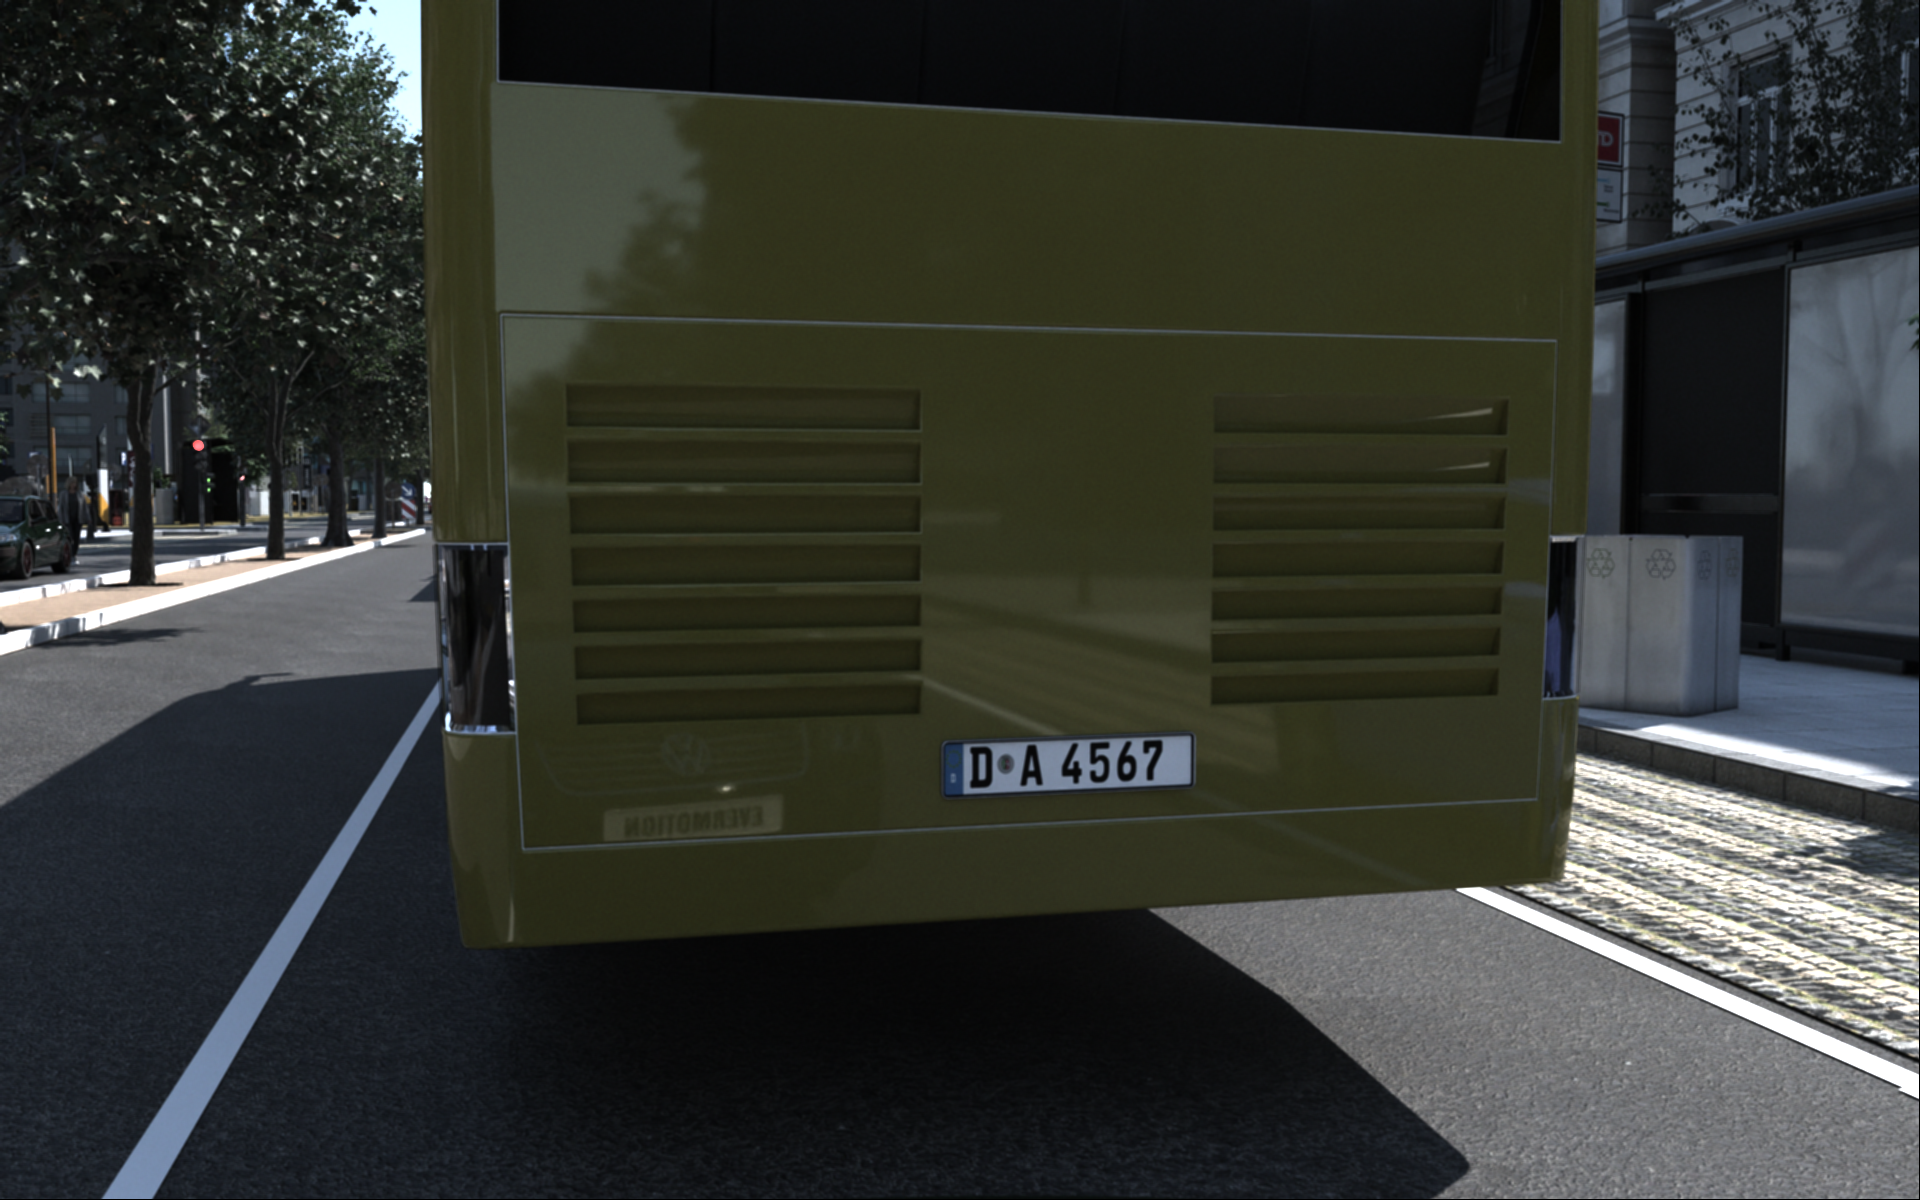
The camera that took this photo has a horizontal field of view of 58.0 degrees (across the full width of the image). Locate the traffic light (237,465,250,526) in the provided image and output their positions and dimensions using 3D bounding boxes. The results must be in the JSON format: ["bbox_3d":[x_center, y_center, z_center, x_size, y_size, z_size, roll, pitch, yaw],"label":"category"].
[{"bbox_3d":[-26.416,-5.776,69.101,4.771,5.953,1.251,-1,4,-13],"label":"traffic light"}]

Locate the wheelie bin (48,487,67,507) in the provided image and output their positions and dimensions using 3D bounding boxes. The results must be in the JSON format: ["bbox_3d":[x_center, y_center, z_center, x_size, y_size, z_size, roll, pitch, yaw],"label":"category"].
[{"bbox_3d":[-42.965,-4.571,82.647,0.980,1.594,0.693,-1,4,-23],"label":"wheelie bin"}]

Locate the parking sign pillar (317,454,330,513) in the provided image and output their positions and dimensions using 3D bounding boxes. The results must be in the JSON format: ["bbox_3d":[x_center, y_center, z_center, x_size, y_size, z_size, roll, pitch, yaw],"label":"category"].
[{"bbox_3d":[-42.373,-7.805,116.086,1.447,3.967,1.447,2,4,30],"label":"parking sign pillar"}]

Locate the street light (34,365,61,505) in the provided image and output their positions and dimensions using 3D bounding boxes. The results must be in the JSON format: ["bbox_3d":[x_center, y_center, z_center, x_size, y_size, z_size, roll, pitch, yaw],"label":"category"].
[{"bbox_3d":[-26.178,-4.709,49.773,0.468,5.910,1.993,-1,4,-13],"label":"street light"}]

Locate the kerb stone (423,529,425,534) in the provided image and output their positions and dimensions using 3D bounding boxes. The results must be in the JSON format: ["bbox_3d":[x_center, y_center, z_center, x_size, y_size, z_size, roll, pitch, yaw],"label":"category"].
[{"bbox_3d":[-19.318,-2.427,61.910,0.120,0.150,1.000,-1,4,-13],"label":"kerb stone"}]

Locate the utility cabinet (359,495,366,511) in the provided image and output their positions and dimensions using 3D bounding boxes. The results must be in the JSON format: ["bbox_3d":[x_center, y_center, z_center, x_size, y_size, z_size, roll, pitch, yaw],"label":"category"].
[{"bbox_3d":[-45.790,-7.388,131.963,1.020,1.237,0.306,0,4,6],"label":"utility cabinet"}]

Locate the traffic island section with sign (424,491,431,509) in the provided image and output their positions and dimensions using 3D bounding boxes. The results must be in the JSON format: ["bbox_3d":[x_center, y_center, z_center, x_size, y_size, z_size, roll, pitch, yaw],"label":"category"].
[{"bbox_3d":[-51.211,-9.785,168.617,1.989,1.847,2.006,-1,4,-13],"label":"traffic island section with sign"}]

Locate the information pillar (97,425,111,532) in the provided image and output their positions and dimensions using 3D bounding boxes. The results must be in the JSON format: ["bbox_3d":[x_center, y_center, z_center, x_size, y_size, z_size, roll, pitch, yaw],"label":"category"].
[{"bbox_3d":[-28.782,-4.086,58.164,0.183,3.616,0.504,0,4,2],"label":"information pillar"}]

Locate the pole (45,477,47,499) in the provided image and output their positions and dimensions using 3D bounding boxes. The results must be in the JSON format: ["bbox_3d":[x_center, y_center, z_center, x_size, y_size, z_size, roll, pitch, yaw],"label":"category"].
[{"bbox_3d":[-60.990,-7.457,115.767,0.158,3.312,0.155,0,3,0],"label":"pole"}]

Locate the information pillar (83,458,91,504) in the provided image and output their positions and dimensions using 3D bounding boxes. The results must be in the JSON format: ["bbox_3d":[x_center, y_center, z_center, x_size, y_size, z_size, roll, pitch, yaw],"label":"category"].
[{"bbox_3d":[-56.145,-7.348,111.491,0.504,3.616,0.183,0,4,0],"label":"information pillar"}]

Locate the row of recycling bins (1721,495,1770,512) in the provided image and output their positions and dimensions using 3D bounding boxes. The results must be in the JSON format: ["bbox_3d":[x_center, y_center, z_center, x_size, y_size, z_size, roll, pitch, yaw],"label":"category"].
[{"bbox_3d":[13.900,-1.307,28.483,1.069,1.692,3.534,-1,4,-15],"label":"row of recycling bins"}]

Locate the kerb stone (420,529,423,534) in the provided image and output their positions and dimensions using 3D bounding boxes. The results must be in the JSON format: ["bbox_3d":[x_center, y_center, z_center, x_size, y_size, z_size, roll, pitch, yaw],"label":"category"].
[{"bbox_3d":[-19.090,-2.368,60.913,0.120,0.150,1.000,-1,4,-13],"label":"kerb stone"}]

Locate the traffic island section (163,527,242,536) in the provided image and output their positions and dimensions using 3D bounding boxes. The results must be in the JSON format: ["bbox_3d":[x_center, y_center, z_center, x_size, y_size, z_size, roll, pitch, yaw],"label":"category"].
[{"bbox_3d":[-26.680,-2.365,60.944,2.009,0.180,2.903,-1,4,-13],"label":"traffic island section"}]

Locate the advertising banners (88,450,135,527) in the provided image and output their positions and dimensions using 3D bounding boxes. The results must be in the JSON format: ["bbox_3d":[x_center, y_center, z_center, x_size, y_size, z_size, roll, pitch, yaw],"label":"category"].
[{"bbox_3d":[-33.557,-4.440,68.783,0.090,3.025,2.074,3,5,40],"label":"advertising banners"}]

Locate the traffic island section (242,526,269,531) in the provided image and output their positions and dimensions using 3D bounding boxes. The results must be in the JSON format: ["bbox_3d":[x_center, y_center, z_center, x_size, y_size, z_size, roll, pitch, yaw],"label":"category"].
[{"bbox_3d":[-28.476,-2.841,68.725,2.009,0.180,2.903,-1,4,-13],"label":"traffic island section"}]

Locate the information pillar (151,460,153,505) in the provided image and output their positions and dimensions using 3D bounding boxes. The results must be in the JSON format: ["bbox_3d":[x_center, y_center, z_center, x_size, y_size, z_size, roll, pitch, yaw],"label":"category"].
[{"bbox_3d":[-32.408,-4.756,69.121,0.183,3.616,0.504,0,4,6],"label":"information pillar"}]

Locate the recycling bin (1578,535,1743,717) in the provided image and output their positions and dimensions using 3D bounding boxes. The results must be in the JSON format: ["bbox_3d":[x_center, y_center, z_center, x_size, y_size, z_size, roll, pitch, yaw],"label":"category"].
[{"bbox_3d":[4.189,0.132,10.400,0.722,1.027,0.722,-3,5,-42],"label":"recycling bin"}]

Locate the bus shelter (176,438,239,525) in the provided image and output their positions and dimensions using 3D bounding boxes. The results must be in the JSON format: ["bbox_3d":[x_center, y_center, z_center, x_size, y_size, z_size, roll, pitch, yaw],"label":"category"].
[{"bbox_3d":[-32.308,-5.113,74.878,1.731,3.624,6.357,-1,4,-13],"label":"bus shelter"}]

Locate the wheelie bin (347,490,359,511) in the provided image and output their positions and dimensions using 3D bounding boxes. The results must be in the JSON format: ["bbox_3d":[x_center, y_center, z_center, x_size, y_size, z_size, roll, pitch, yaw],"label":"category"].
[{"bbox_3d":[-45.385,-7.443,129.597,0.980,1.594,0.693,0,4,-3],"label":"wheelie bin"}]

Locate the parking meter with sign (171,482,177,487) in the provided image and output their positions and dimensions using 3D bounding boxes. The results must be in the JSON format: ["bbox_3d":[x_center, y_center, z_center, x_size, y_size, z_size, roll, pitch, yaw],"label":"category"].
[{"bbox_3d":[-50.623,-7.078,111.978,1.738,3.016,0.543,3,5,39],"label":"parking meter with sign"}]

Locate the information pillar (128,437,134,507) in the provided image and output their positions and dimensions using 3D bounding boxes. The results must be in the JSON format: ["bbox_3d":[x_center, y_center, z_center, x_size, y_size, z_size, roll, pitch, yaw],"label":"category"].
[{"bbox_3d":[-33.820,-4.855,70.729,0.183,3.616,0.504,-3,5,-44],"label":"information pillar"}]

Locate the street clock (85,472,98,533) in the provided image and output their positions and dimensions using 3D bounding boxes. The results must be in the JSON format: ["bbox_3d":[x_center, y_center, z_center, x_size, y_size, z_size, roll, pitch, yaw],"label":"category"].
[{"bbox_3d":[-28.834,-3.240,57.552,0.358,2.002,0.471,0,4,-5],"label":"street clock"}]

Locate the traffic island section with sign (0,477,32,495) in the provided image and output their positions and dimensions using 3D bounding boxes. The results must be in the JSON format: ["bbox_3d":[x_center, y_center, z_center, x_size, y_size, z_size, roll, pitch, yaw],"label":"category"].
[{"bbox_3d":[-21.229,-1.843,38.762,1.989,1.847,2.006,-1,4,-13],"label":"traffic island section with sign"}]

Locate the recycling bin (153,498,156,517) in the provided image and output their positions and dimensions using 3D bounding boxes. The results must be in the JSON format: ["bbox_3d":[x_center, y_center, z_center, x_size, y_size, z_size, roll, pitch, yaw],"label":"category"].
[{"bbox_3d":[-45.782,-5.281,98.904,0.722,1.027,0.722,-3,4,-38],"label":"recycling bin"}]

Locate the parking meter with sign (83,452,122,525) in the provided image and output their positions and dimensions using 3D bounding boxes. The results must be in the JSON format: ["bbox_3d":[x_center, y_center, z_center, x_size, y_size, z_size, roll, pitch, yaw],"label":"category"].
[{"bbox_3d":[-35.590,-4.626,71.904,1.738,3.016,0.543,0,4,-6],"label":"parking meter with sign"}]

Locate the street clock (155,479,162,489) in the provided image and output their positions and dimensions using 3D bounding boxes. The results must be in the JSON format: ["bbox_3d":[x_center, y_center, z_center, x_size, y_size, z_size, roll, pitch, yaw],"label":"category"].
[{"bbox_3d":[-39.295,-4.918,84.987,0.358,2.002,0.471,-1,4,-15],"label":"street clock"}]

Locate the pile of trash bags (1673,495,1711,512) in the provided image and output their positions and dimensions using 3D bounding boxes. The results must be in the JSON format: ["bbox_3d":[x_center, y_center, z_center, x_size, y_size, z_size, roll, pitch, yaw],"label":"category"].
[{"bbox_3d":[10.479,-0.997,26.047,1.912,1.369,3.447,0,4,3],"label":"pile of trash bags"}]

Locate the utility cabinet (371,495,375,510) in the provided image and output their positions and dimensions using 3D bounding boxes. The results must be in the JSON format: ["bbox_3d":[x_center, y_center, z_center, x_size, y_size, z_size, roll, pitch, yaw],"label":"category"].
[{"bbox_3d":[-47.073,-7.877,139.956,1.020,1.237,0.306,2,4,26],"label":"utility cabinet"}]

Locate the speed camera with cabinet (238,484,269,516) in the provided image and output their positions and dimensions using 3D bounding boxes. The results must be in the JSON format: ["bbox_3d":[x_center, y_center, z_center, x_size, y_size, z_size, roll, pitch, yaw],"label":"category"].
[{"bbox_3d":[-41.073,-6.514,100.845,0.660,3.252,2.038,1,4,9],"label":"speed camera with cabinet"}]

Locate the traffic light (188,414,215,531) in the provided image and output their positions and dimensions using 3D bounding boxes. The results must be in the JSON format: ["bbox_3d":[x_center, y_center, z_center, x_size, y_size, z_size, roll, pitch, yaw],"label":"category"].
[{"bbox_3d":[-26.638,-4.397,60.819,0.839,4.253,0.868,-1,4,-13],"label":"traffic light"}]

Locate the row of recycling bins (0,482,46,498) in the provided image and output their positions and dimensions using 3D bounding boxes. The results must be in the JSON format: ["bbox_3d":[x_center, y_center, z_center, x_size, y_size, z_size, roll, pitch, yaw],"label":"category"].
[{"bbox_3d":[-32.278,-3.156,58.719,1.069,1.692,3.534,0,4,7],"label":"row of recycling bins"}]

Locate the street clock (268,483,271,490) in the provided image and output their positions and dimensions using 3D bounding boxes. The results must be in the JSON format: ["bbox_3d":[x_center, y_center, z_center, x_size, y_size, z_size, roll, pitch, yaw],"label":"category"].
[{"bbox_3d":[-42.988,-6.343,108.284,0.358,2.002,0.471,3,5,42],"label":"street clock"}]

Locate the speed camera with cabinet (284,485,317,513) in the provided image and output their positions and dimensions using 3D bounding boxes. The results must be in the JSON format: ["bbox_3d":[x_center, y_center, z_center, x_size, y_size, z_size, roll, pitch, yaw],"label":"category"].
[{"bbox_3d":[-45.417,-7.628,119.056,0.660,3.252,2.038,3,4,36],"label":"speed camera with cabinet"}]

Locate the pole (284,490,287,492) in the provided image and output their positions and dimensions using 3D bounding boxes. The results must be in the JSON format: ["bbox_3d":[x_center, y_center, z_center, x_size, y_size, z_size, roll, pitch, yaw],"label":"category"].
[{"bbox_3d":[-53.464,-8.771,137.244,0.158,3.312,0.155,0,3,0],"label":"pole"}]

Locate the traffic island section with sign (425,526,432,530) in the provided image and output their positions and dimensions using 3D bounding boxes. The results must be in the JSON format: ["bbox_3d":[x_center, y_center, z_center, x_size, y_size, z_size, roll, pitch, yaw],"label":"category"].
[{"bbox_3d":[-22.214,-3.772,69.814,2.006,1.907,1.989,-1,4,-13],"label":"traffic island section with sign"}]

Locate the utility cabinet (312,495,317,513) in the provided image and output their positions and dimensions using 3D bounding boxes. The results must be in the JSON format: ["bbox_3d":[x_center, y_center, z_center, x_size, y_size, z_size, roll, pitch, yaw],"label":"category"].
[{"bbox_3d":[-43.986,-6.561,118.430,0.306,1.237,1.020,0,4,-2],"label":"utility cabinet"}]

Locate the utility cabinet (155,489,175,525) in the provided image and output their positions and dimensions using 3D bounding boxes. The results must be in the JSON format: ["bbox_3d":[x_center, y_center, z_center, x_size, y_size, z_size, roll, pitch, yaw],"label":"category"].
[{"bbox_3d":[-32.766,-3.836,71.405,0.318,1.500,1.173,0,4,-4],"label":"utility cabinet"}]

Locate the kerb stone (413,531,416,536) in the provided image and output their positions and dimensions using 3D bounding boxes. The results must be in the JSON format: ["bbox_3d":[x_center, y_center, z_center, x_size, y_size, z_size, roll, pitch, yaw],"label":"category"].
[{"bbox_3d":[-18.393,-2.185,57.920,0.120,0.150,1.000,-1,4,-13],"label":"kerb stone"}]

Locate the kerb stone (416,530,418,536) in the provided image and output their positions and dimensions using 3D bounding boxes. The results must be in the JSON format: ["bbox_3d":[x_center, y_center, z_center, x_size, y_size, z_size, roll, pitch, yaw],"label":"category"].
[{"bbox_3d":[-18.628,-2.242,58.915,0.120,0.150,1.000,-1,4,-13],"label":"kerb stone"}]

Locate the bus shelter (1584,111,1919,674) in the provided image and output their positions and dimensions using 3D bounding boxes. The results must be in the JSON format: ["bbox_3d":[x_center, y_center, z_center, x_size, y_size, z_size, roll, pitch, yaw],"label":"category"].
[{"bbox_3d":[6.543,-2.323,15.620,2.179,5.291,8.768,-1,4,-13],"label":"bus shelter"}]

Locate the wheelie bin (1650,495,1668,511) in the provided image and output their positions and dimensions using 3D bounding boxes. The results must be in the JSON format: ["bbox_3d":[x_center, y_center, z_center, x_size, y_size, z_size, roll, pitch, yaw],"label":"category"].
[{"bbox_3d":[12.645,-1.473,31.989,0.693,1.594,0.980,-2,4,-24],"label":"wheelie bin"}]

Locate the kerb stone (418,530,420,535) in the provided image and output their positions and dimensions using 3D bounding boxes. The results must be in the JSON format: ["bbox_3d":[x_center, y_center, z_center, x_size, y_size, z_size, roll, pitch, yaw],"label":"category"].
[{"bbox_3d":[-18.859,-2.305,59.912,0.120,0.150,1.000,-1,4,-13],"label":"kerb stone"}]

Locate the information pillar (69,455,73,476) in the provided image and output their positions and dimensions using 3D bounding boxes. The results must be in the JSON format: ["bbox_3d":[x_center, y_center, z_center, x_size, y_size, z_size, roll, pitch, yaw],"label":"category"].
[{"bbox_3d":[-53.062,-6.857,103.469,0.183,3.616,0.504,-3,4,-37],"label":"information pillar"}]

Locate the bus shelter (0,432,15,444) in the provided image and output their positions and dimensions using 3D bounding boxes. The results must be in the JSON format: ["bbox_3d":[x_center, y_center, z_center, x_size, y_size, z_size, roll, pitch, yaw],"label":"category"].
[{"bbox_3d":[-28.334,-3.334,48.427,2.014,3.302,5.546,-1,4,-13],"label":"bus shelter"}]

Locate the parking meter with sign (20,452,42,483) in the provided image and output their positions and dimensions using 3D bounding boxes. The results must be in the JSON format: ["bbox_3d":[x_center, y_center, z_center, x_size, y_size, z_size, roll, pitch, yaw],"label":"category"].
[{"bbox_3d":[-38.297,-4.572,71.005,0.543,3.016,1.738,0,4,-2],"label":"parking meter with sign"}]

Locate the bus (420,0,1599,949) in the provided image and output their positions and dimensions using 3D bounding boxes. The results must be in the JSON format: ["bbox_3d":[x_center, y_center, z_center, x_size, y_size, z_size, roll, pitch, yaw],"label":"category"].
[{"bbox_3d":[-1.294,-1.093,9.423,2.896,3.916,12.252,-1,4,-14],"label":"bus"}]

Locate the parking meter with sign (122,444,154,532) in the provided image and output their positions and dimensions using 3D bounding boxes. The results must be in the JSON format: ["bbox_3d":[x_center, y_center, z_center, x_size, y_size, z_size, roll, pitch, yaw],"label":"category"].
[{"bbox_3d":[-27.971,-3.844,59.117,0.543,3.016,1.738,-1,4,-13],"label":"parking meter with sign"}]

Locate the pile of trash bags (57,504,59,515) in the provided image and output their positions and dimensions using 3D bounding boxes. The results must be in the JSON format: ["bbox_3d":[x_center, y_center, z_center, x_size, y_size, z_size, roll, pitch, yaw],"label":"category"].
[{"bbox_3d":[-39.454,-3.930,74.006,3.447,1.369,1.912,-2,4,-25],"label":"pile of trash bags"}]

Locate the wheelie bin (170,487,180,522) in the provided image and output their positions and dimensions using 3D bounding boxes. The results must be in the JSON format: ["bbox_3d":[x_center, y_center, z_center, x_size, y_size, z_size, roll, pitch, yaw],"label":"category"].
[{"bbox_3d":[-36.139,-4.393,79.736,0.980,1.594,0.693,2,4,33],"label":"wheelie bin"}]

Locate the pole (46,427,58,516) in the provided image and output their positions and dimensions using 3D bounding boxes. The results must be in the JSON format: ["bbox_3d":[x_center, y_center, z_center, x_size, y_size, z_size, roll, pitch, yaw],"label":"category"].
[{"bbox_3d":[-27.779,-3.620,53.037,0.158,3.312,0.155,0,3,0],"label":"pole"}]

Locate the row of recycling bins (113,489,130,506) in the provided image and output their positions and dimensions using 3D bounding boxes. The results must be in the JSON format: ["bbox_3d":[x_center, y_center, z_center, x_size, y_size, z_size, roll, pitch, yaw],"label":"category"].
[{"bbox_3d":[-63.875,-7.612,131.569,1.069,1.692,3.534,-3,5,-40],"label":"row of recycling bins"}]

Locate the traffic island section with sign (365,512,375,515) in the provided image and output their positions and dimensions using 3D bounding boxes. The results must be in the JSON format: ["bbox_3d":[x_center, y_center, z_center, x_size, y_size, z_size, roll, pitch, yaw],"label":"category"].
[{"bbox_3d":[-39.758,-6.753,119.041,1.989,1.847,2.006,-1,4,-13],"label":"traffic island section with sign"}]

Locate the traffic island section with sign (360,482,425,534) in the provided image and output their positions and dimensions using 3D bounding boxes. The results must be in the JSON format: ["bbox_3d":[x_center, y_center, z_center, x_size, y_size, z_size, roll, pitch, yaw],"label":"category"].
[{"bbox_3d":[-20.557,-3.331,62.593,2.006,1.907,1.989,-1,4,-13],"label":"traffic island section with sign"}]

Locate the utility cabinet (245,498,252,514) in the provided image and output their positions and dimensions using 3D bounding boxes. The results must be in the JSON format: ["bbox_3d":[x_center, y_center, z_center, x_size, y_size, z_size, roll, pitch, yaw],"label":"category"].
[{"bbox_3d":[-44.987,-6.017,109.534,1.020,1.237,0.306,0,4,-7],"label":"utility cabinet"}]

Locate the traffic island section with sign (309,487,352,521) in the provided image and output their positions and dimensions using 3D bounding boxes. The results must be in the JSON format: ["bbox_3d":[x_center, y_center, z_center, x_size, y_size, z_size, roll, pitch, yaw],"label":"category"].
[{"bbox_3d":[-33.706,-5.146,92.772,1.989,1.847,2.006,-1,4,-13],"label":"traffic island section with sign"}]
